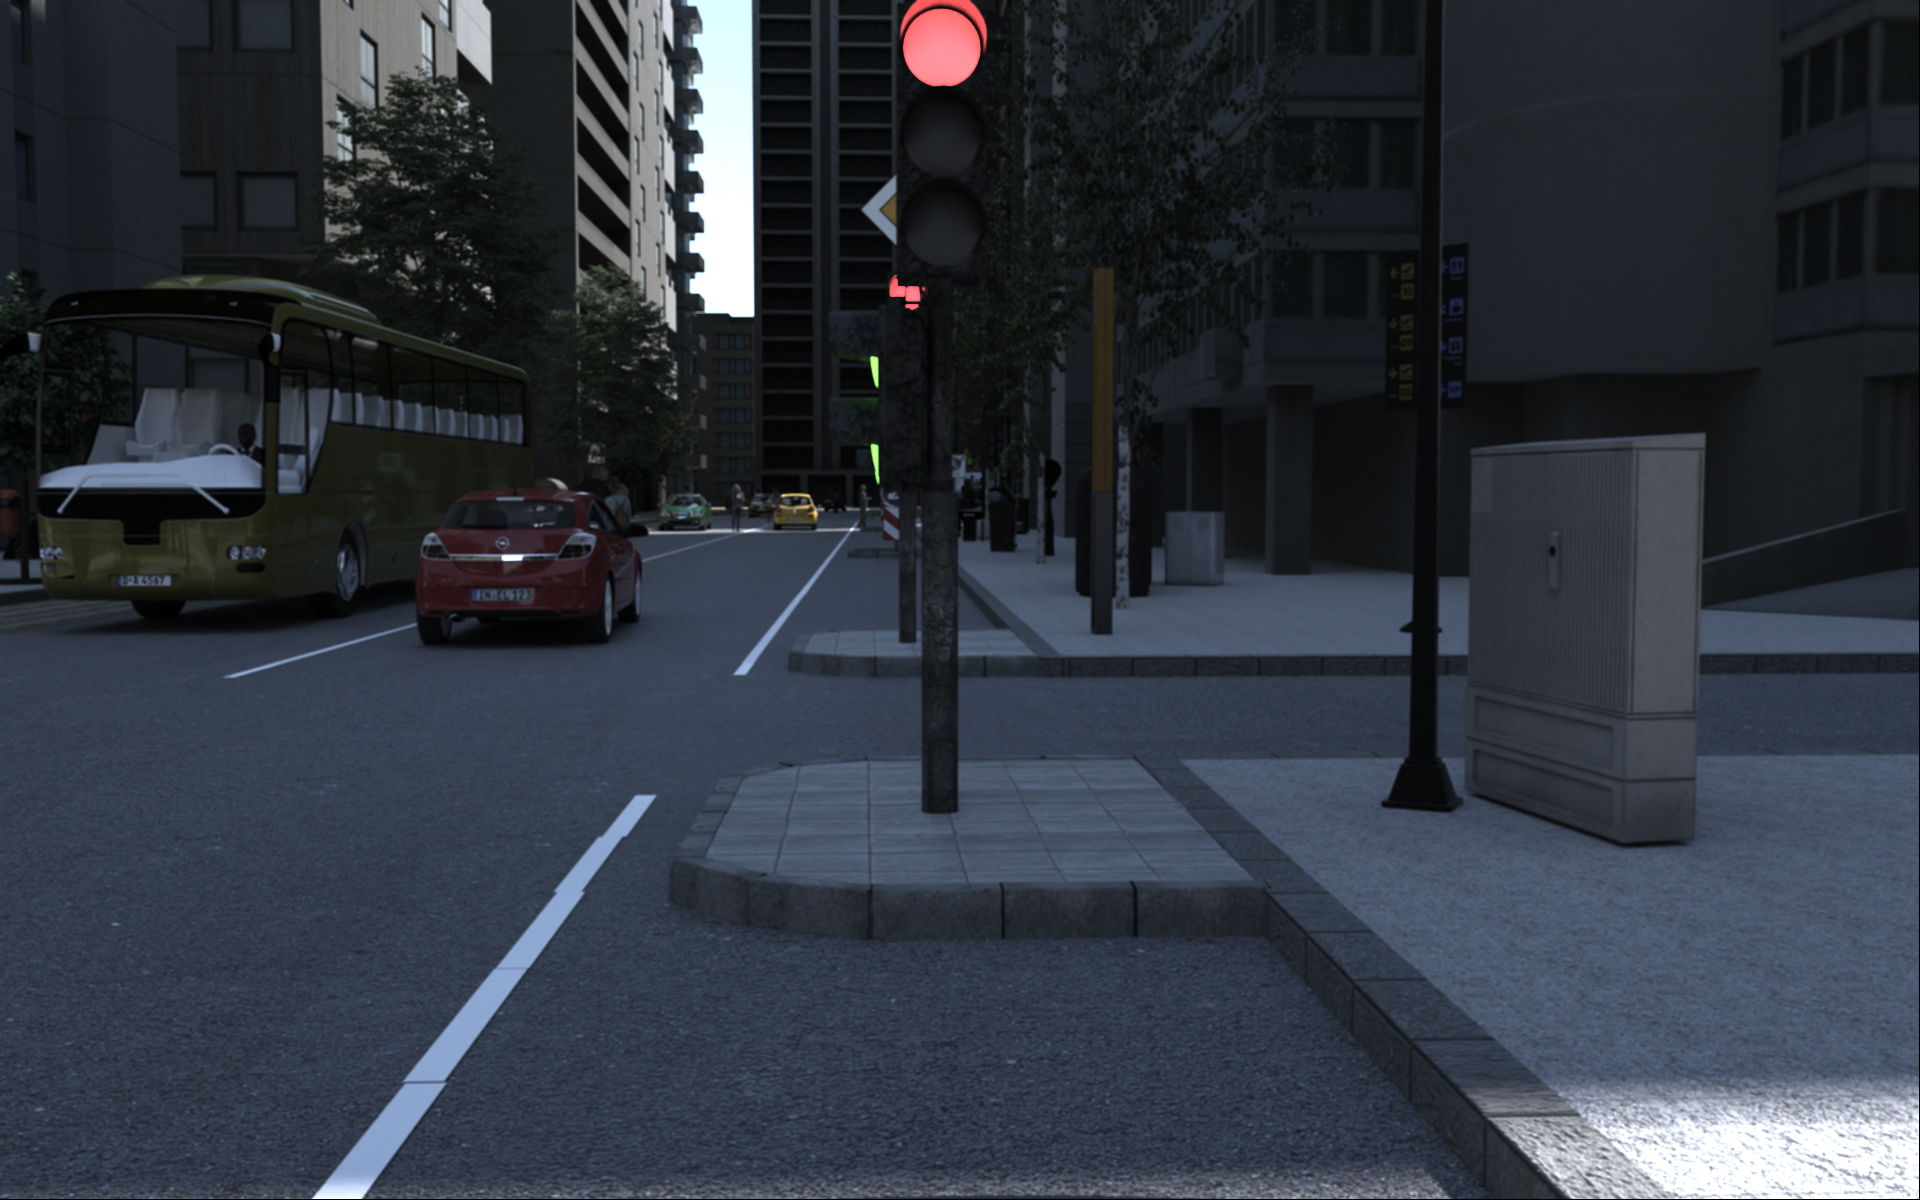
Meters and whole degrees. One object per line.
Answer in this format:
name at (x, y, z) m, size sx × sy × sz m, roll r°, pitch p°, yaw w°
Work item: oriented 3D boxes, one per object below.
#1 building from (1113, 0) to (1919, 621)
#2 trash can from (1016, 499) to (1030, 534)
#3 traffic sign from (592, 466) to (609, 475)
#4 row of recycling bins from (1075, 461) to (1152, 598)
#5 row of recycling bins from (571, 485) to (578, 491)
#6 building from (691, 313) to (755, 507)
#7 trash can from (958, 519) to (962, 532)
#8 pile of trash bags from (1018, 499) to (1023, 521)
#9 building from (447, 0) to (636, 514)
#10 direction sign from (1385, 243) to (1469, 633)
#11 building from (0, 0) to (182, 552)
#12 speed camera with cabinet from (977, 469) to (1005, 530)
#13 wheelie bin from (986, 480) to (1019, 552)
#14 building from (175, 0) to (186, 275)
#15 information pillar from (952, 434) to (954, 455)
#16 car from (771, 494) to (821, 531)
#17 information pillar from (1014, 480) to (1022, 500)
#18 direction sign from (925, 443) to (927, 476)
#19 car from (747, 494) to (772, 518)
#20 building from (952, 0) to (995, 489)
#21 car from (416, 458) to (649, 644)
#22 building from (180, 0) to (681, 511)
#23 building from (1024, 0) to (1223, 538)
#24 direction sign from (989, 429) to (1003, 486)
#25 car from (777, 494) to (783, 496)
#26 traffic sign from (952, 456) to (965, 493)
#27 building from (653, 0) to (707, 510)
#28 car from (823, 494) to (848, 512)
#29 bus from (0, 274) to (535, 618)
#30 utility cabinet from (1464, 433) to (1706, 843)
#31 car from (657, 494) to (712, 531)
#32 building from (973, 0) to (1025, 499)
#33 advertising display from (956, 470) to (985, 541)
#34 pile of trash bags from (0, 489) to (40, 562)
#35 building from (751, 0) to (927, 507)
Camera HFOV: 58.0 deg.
building at (15.890, -20.833, 32.505) m, size 23.993 × 40.220 × 32.217 m, roll 0°, pitch 4°, yaw -3°
trash can at (1.904, -2.671, 55.332) m, size 0.748 × 1.137 × 0.748 m, roll 0°, pitch 3°, yaw 0°
traffic sign at (-16.209, -4.766, 78.022) m, size 0.768 × 2.556 × 0.104 m, roll 0°, pitch 4°, yaw 7°
row of recycling bins at (2.062, -0.980, 23.130) m, size 1.069 × 1.692 × 3.534 m, roll 0°, pitch 4°, yaw 7°
row of recycling bins at (-17.358, -4.514, 80.918) m, size 3.534 × 1.692 × 1.069 m, roll -1°, pitch 4°, yaw -23°
building at (-36.122, -21.037, 188.995) m, size 28.899 × 21.520 × 27.650 m, roll 0°, pitch 4°, yaw -3°
trash can at (-0.255, -2.719, 56.115) m, size 0.748 × 1.137 × 0.748 m, roll 0°, pitch 3°, yaw 0°
pile of trash bags at (3.228, -4.469, 82.826) m, size 1.912 × 1.369 × 3.447 m, roll -2°, pitch 4°, yaw -28°
building at (-31.034, -29.076, 99.094) m, size 21.300 × 48.544 × 21.600 m, roll 0°, pitch 4°, yaw -3°
direction sign at (4.296, -1.470, 16.033) m, size 0.379 × 3.537 × 0.876 m, roll -3°, pitch 4°, yaw -39°
building at (-29.782, -29.764, 28.636) m, size 21.231 × 58.520 × 28.212 m, roll 0°, pitch 4°, yaw -3°
speed camera with cabinet at (1.071, -4.166, 62.447) m, size 0.660 × 3.252 × 2.038 m, roll 1°, pitch 4°, yaw 18°
wheelie bin at (0.947, -1.889, 38.788) m, size 0.693 × 1.594 × 0.980 m, roll 0°, pitch 4°, yaw 8°
building at (-33.486, -29.066, 64.465) m, size 28.713 × 52.752 × 27.495 m, roll 0°, pitch 4°, yaw -3°
information pillar at (-0.258, -4.615, 66.812) m, size 0.183 × 3.616 × 0.504 m, roll 1°, pitch 4°, yaw 8°
car at (-6.583, -3.625, 69.488) m, size 2.015 × 1.641 × 3.980 m, roll 0°, pitch 4°, yaw -4°
information pillar at (2.957, -5.149, 88.678) m, size 0.304 × 2.012 × 0.304 m, roll -3°, pitch 5°, yaw -41°
direction sign at (-1.244, -5.151, 76.218) m, size 0.379 × 3.537 × 0.876 m, roll -3°, pitch 4°, yaw -38°
car at (-12.106, -5.916, 106.948) m, size 2.015 × 1.641 × 3.980 m, roll 0°, pitch 4°, yaw -2°
building at (8.941, -32.332, 152.337) m, size 21.300 × 48.544 × 21.600 m, roll 0°, pitch 4°, yaw -3°
car at (-4.384, -0.552, 18.067) m, size 2.155 × 1.783 × 4.494 m, roll 0°, pitch 4°, yaw -5°
building at (-35.061, -32.665, 123.306) m, size 28.713 × 52.752 × 27.495 m, roll 0°, pitch 4°, yaw -3°
building at (12.900, -31.899, 63.544) m, size 21.231 × 58.520 × 28.212 m, roll 0°, pitch 4°, yaw -3°
direction sign at (1.244, -4.189, 60.487) m, size 0.379 × 3.537 × 0.876 m, roll -2°, pitch 4°, yaw -30°
car at (-12.424, -6.659, 119.105) m, size 2.015 × 1.641 × 3.980 m, roll 0°, pitch 4°, yaw -3°
traffic sign at (-0.144, -2.634, 45.202) m, size 0.606 × 2.300 × 0.079 m, roll 0°, pitch 4°, yaw 3°
building at (-37.717, -32.363, 148.741) m, size 30.456 × 49.044 × 23.786 m, roll 0°, pitch 4°, yaw -3°
car at (-10.262, -8.119, 142.524) m, size 2.009 × 1.686 × 4.222 m, roll 0°, pitch 4°, yaw -2°
bus at (-8.347, -1.939, 23.256) m, size 2.896 × 3.916 × 12.252 m, roll 0°, pitch 4°, yaw -1°
utility cabinet at (2.407, 0.114, 6.811) m, size 0.318 × 1.500 × 1.173 m, roll -1°, pitch 4°, yaw -12°
car at (-10.902, -3.494, 68.922) m, size 2.131 × 1.459 × 4.920 m, roll 0°, pitch 4°, yaw -3°
building at (12.140, -27.541, 104.917) m, size 22.147 × 44.769 × 28.867 m, roll 0°, pitch 4°, yaw -3°
advertising display at (0.258, -2.573, 47.285) m, size 0.974 × 1.923 × 0.123 m, roll 2°, pitch 4°, yaw 34°
pile of trash bags at (-17.952, -1.491, 34.135) m, size 1.912 × 1.369 × 3.447 m, roll 0°, pitch 4°, yaw 1°
building at (-11.226, -45.674, 185.018) m, size 20.611 × 71.187 × 20.563 m, roll 0°, pitch 4°, yaw -3°
